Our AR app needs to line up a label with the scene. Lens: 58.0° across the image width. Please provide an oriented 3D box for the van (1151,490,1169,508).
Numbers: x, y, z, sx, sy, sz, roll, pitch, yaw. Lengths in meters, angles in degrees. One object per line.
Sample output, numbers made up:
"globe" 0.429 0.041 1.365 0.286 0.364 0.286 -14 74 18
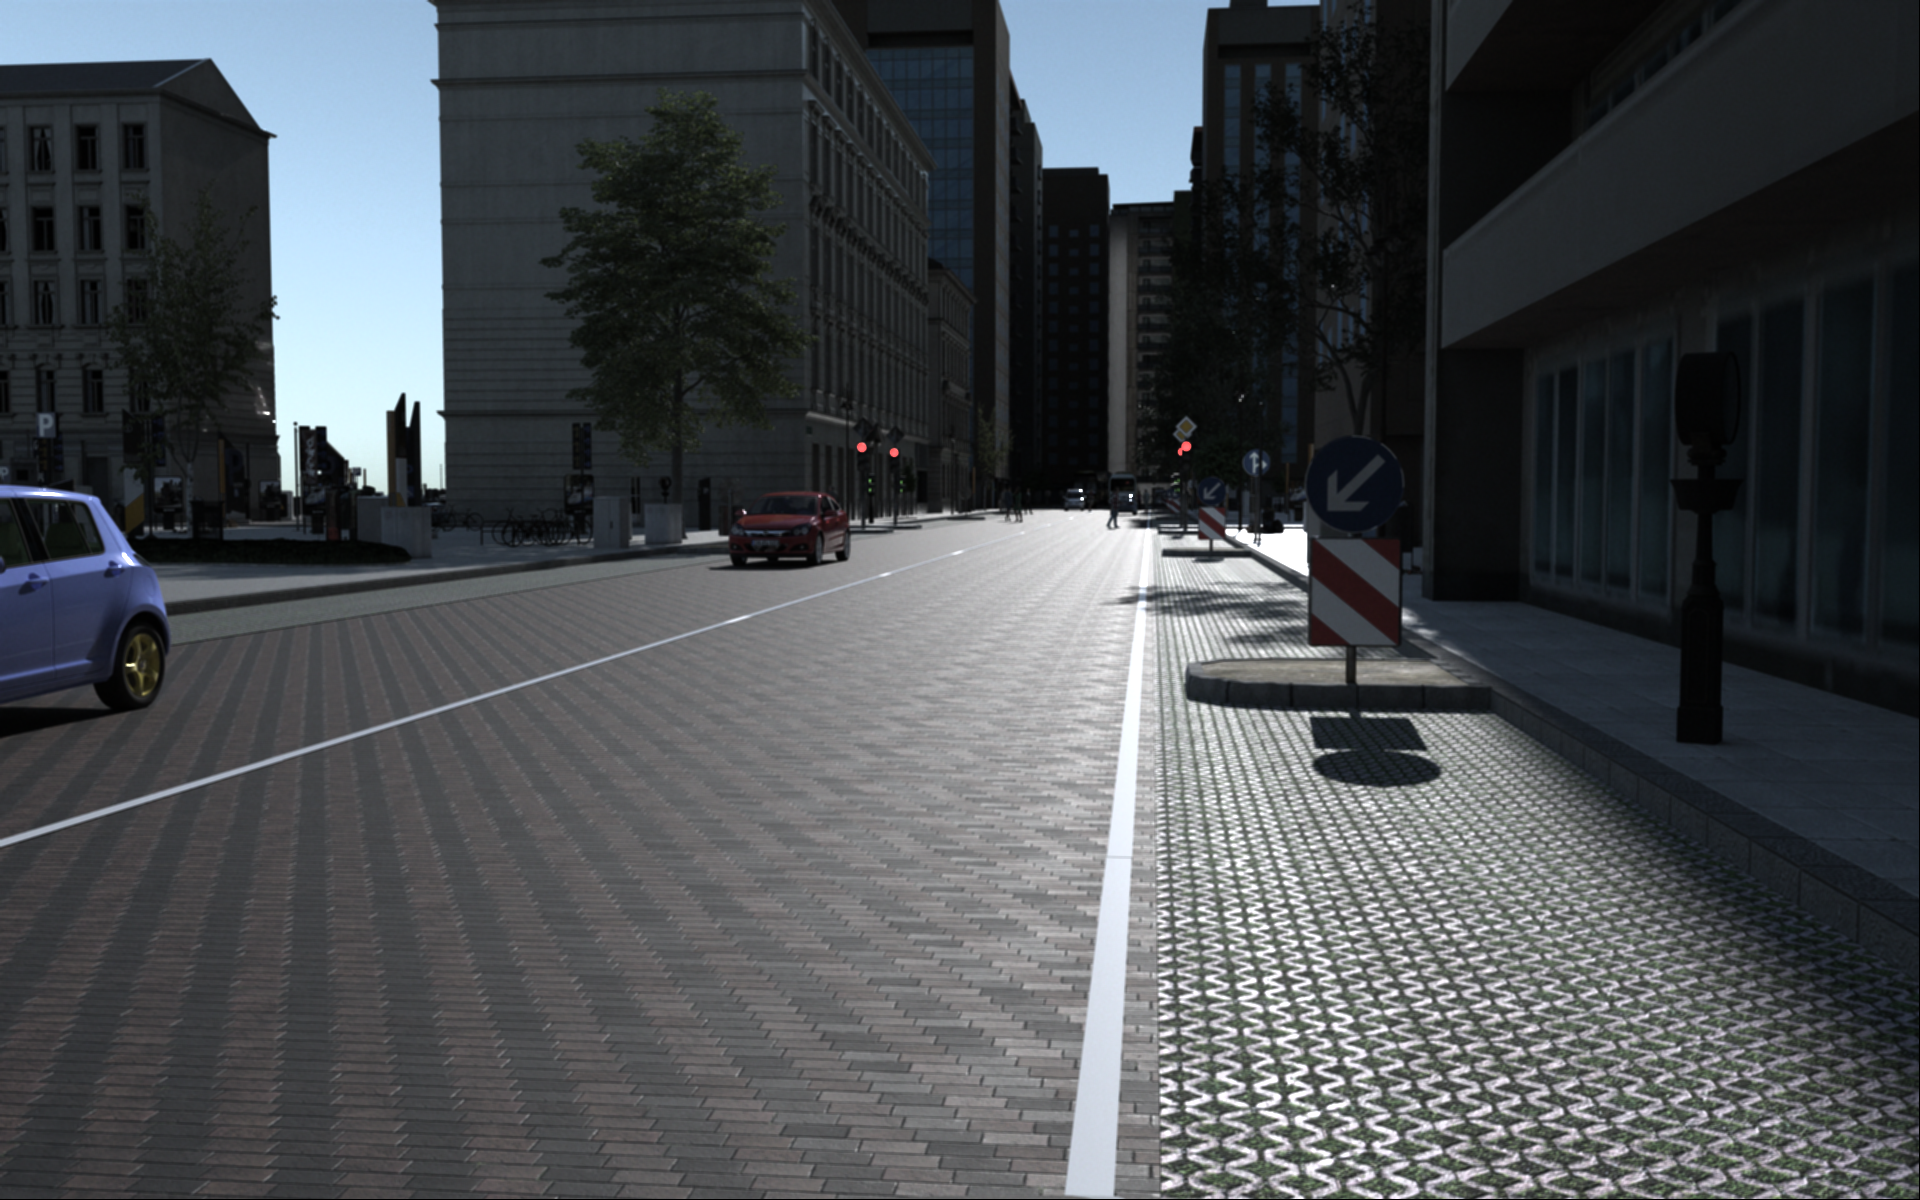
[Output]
"van" 20.875 -10.561 179.681 2.013 2.044 4.112 0 4 5

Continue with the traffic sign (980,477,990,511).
"traffic sign" 1.864 -7.815 127.878 0.768 2.556 0.104 1 4 14

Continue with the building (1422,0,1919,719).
"building" 15.198 -23.538 8.547 21.300 48.544 21.600 0 4 6

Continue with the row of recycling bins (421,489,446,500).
"row of recycling bins" -39.948 -7.603 131.425 3.534 1.692 1.069 3 5 42

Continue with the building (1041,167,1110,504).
"building" 13.138 -35.885 236.832 14.200 45.320 14.600 0 4 6

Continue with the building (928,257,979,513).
"building" -4.858 -15.969 125.718 10.561 19.102 19.286 0 4 6

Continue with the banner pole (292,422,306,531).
"banner pole" -22.939 -4.302 60.348 0.401 3.779 0.863 2 4 24

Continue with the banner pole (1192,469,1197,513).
"banner pole" 15.915 -7.792 117.414 0.401 3.779 0.863 -1 4 -17

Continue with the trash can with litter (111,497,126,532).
"trash can with litter" -28.236 -2.899 58.790 1.055 1.170 0.624 1 4 12

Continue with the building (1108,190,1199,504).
"building" 27.238 -33.774 235.792 14.086 41.232 14.154 0 4 6

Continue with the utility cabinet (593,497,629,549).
"utility cabinet" -8.299 -1.835 41.166 1.020 1.237 0.306 3 5 40

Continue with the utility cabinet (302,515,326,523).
"utility cabinet" -27.841 -4.030 74.569 1.173 1.500 0.318 2 4 32

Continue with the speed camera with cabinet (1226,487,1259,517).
"speed camera with cabinet" 15.758 -6.273 96.900 2.038 3.252 0.660 0 4 -3

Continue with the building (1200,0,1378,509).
"building" 29.129 -31.043 157.657 14.600 45.320 14.200 0 4 6

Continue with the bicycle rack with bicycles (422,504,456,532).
"bicycle rack with bicycles" -18.300 -2.836 59.753 2.925 0.926 2.852 1 4 11

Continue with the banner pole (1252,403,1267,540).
"banner pole" 8.367 -3.555 48.145 0.401 3.779 0.863 1 4 15

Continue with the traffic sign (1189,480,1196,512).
"traffic sign" 16.947 -7.581 126.084 0.606 2.300 0.079 1 4 15

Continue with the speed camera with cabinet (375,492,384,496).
"speed camera with cabinet" -44.926 -8.607 135.063 2.038 3.252 0.660 -1 4 -23

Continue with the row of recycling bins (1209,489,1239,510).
"row of recycling bins" 20.894 -7.932 136.798 1.069 1.692 3.534 -3 5 -44

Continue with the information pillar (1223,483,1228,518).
"information pillar" 14.406 -6.283 94.078 0.183 3.616 0.504 -1 4 -21

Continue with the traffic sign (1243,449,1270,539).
"traffic sign" 8.359 -2.983 48.880 0.768 2.556 0.104 1 4 10

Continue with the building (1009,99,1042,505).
"building" -1.187 -35.911 210.850 21.600 48.544 21.300 0 4 6

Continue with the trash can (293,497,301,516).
"trash can" -38.848 -5.473 101.141 0.748 1.137 0.748 0 3 0

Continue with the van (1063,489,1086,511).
"van" 9.908 -8.731 149.755 2.013 2.044 4.112 0 4 6

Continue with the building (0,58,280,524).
"building" -42.480 -14.122 80.044 18.267 20.994 9.793 0 4 6

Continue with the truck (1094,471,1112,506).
"truck" 17.517 -13.965 217.247 2.839 4.237 11.283 0 4 8

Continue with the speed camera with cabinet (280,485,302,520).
"speed camera with cabinet" -33.055 -5.597 85.838 2.038 3.252 0.660 -1 4 -13

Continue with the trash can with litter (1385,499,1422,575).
"trash can with litter" 7.366 -1.015 27.645 2.233 1.210 1.678 1 4 16

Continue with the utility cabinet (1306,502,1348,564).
"utility cabinet" 6.757 -1.402 31.600 0.318 1.500 1.173 3 5 41

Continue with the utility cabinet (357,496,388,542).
"utility cabinet" -15.325 -2.108 45.629 1.020 1.237 0.306 -2 4 -25

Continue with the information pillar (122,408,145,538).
"information pillar" -22.480 -3.408 47.082 0.504 3.616 0.183 -1 4 -12

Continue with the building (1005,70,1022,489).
"building" -5.274 -31.896 176.123 22.147 44.769 28.867 0 4 6

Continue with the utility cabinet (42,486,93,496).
"utility cabinet" -24.035 -2.325 46.697 1.173 1.500 0.318 0 4 -6

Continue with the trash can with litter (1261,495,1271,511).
"trash can with litter" 24.145 -7.532 134.208 1.678 1.210 2.233 -3 5 -39

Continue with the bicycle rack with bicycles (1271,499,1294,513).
"bicycle rack with bicycles" 22.511 -6.469 119.147 2.852 0.926 2.925 2 4 28

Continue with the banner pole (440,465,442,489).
"banner pole" -43.795 -9.555 146.241 0.401 3.779 0.863 -1 4 -17

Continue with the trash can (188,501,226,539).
"trash can" -16.110 -1.556 37.090 0.748 1.137 0.748 0 3 0

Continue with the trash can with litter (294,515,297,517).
"trash can with litter" -37.896 -5.271 97.246 2.233 1.210 1.678 0 4 6

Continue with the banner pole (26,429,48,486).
"banner pole" -35.623 -4.695 66.774 0.863 3.779 0.401 -2 4 -30

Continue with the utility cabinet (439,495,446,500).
"utility cabinet" -32.626 -6.029 109.740 0.306 1.237 1.020 -3 5 -44

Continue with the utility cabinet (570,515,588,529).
"utility cabinet" -14.043 -3.218 63.774 0.306 1.237 1.020 -2 4 -34

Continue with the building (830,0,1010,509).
"building" -3.075 -30.817 153.965 14.600 45.320 14.200 0 4 6

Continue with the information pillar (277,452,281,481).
"information pillar" -35.167 -5.989 89.281 0.504 3.616 0.183 3 5 40

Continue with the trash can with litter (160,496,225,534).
"trash can with litter" -24.971 -2.763 56.240 2.233 1.210 1.678 1 4 23

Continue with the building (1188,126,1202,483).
"building" 37.976 -33.527 202.792 22.147 44.769 28.867 0 4 6

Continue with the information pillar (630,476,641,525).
"information pillar" -13.554 -4.149 72.328 0.304 2.012 0.304 1 4 20

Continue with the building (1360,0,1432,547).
"building" 17.408 -24.235 46.349 14.600 45.320 14.200 0 4 6

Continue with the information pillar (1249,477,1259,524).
"information pillar" 12.711 -4.305 74.882 0.304 2.012 0.304 -1 4 -11

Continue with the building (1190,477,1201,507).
"building" 39.891 -29.603 175.897 32.217 40.220 23.993 0 4 6

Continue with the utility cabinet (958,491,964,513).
"utility cabinet" 0.054 -6.397 113.270 0.318 1.500 1.173 0 4 5

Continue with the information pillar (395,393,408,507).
"information pillar" -12.883 -2.973 39.958 0.183 3.616 0.504 0 4 3

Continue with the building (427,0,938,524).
"building" -12.020 -19.445 94.336 17.030 29.872 44.131 0 4 6
